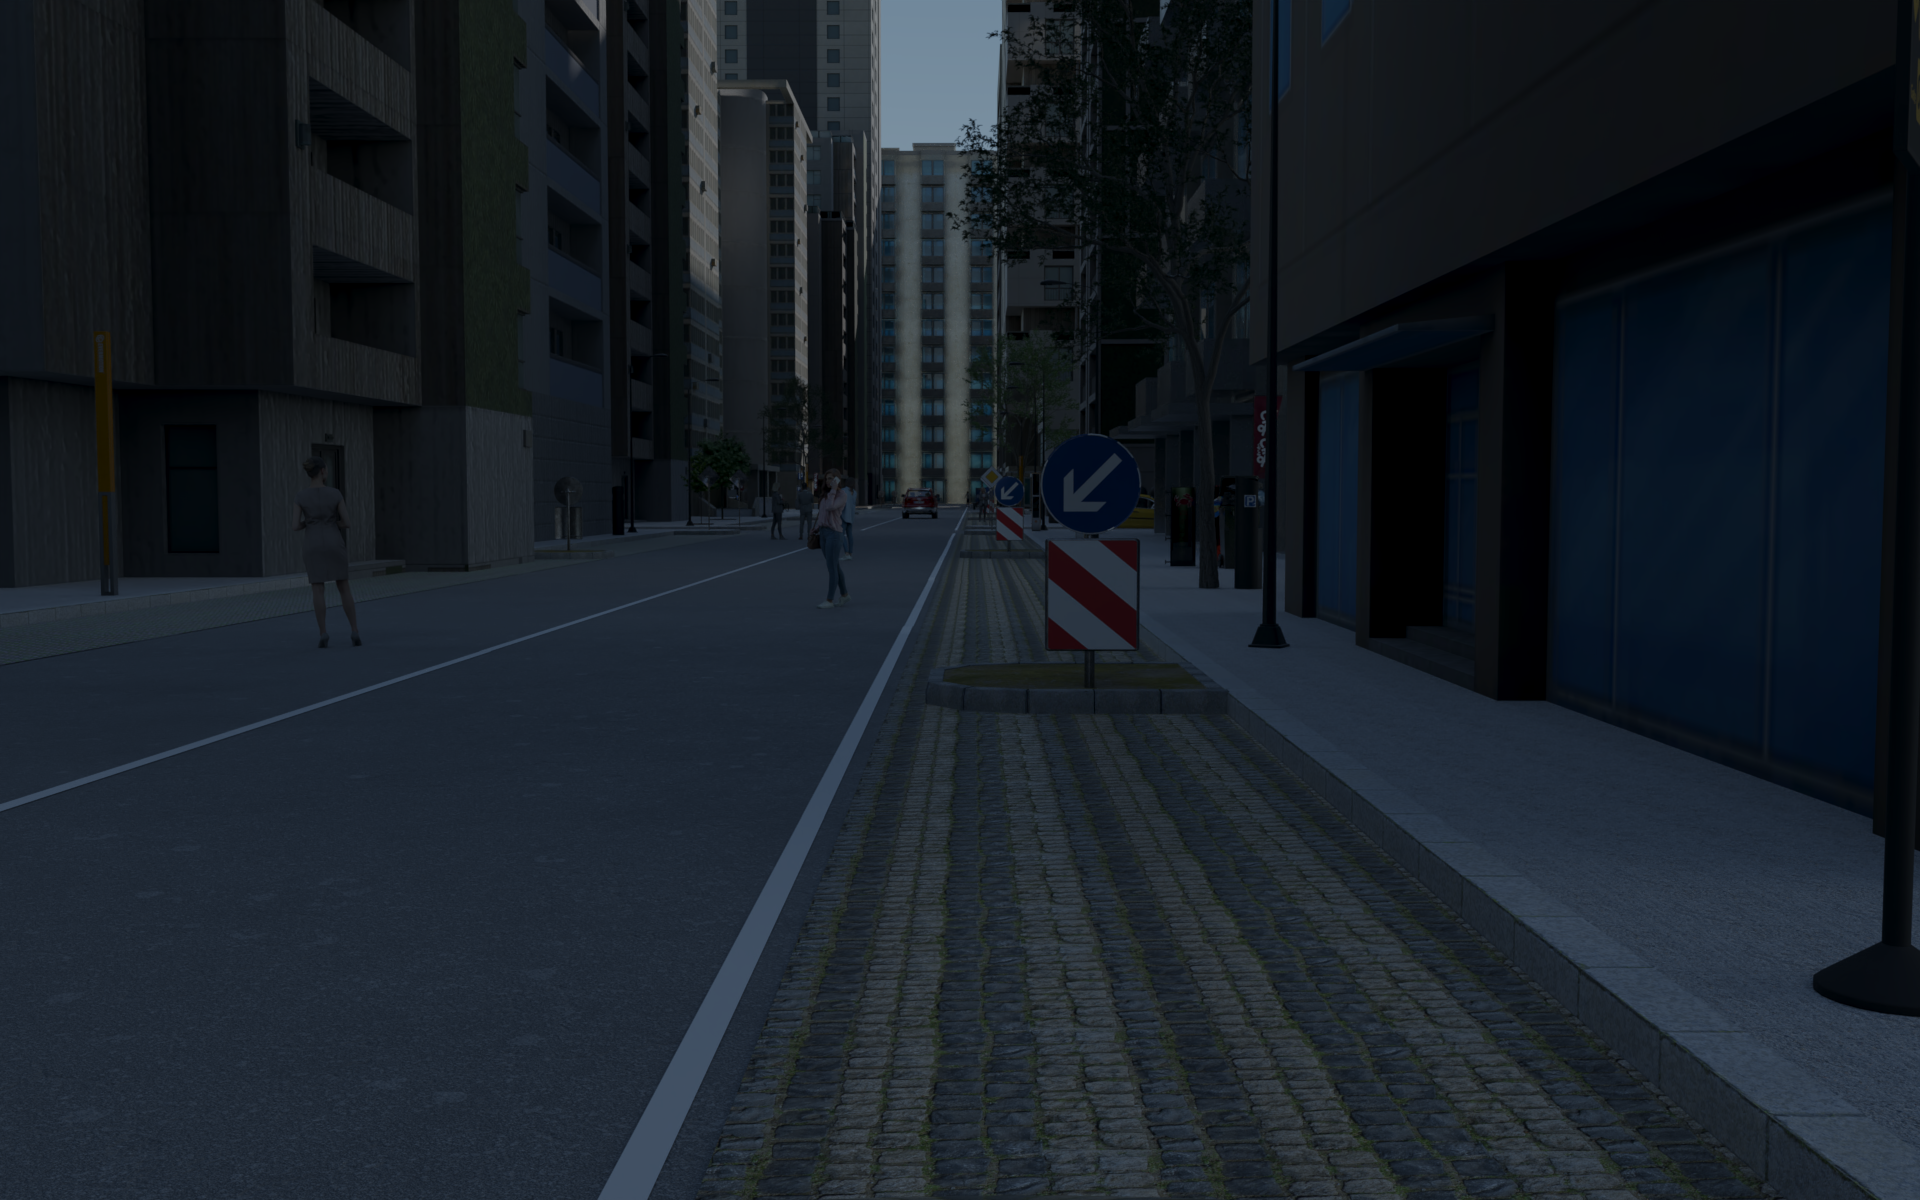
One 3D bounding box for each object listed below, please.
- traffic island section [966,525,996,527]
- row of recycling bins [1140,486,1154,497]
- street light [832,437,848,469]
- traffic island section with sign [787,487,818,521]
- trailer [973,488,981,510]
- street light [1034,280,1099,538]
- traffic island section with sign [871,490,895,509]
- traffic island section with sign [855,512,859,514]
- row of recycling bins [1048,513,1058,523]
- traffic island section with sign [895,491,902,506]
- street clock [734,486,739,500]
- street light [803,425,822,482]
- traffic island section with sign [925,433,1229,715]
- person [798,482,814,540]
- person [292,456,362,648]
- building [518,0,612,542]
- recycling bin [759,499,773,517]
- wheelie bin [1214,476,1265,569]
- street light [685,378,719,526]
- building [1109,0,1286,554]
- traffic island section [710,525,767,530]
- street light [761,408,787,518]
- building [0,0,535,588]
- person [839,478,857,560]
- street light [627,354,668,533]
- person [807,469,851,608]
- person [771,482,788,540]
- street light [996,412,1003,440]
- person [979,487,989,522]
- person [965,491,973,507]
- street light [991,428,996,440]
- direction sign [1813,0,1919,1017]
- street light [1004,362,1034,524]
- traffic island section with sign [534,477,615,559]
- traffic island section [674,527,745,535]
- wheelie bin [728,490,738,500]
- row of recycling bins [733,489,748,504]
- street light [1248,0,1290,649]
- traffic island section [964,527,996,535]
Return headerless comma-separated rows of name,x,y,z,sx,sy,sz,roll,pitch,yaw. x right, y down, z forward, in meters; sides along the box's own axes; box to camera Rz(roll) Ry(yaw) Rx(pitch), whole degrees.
traffic island section,1.219,-2.886,69.460,2.009,0.180,2.903,0,4,0
row of recycling bins,8.057,-4.578,81.963,3.534,1.692,1.069,0,4,-4
street light,-9.731,-10.241,139.987,1.470,5.913,1.316,0,4,0
traffic island section with sign,-8.346,-5.230,94.146,1.989,1.847,2.006,0,4,0
trailer,1.946,-9.340,159.753,1.471,1.999,3.904,0,4,2
street light,2.435,-3.983,37.668,1.470,5.913,1.316,0,4,0
traffic island section with sign,-7.732,-9.953,171.362,1.989,1.847,2.006,0,4,0
traffic island section with sign,-8.134,-6.914,121.667,1.989,1.847,2.006,0,4,0
row of recycling bins,5.651,-4.217,76.069,3.534,1.692,1.069,0,4,-1
traffic island section with sign,-7.501,-11.662,199.304,1.989,1.847,2.006,0,4,0
street clock,-16.515,-7.548,127.972,0.358,2.002,0.471,1,4,11
street light,-9.997,-8.817,116.700,1.470,5.913,1.316,0,4,0
traffic island section with sign,0.761,-0.215,12.151,1.989,1.847,2.006,0,4,0
person,-4.856,-2.808,54.594,0.511,1.800,0.466,-1,4,-10
person,-5.910,-0.448,16.162,0.599,1.781,0.374,-1,4,-23
building,-25.301,-31.067,49.950,28.212,58.520,21.231,0,4,0
recycling bin,-10.848,-5.199,97.553,0.722,1.027,0.722,1,4,21
wheelie bin,4.843,-1.341,29.836,0.980,1.594,0.693,0,4,-1
street light,-10.346,-5.937,69.616,1.470,5.913,1.316,0,4,0
building,16.537,-26.015,44.954,23.786,49.044,30.456,0,4,0
traffic island section,-8.872,-2.891,69.546,2.009,0.180,2.903,0,4,0
street light,-10.032,-7.393,93.411,1.470,5.913,1.316,0,4,0
building,-16.022,-15.718,28.693,14.160,30.474,14.107,0,4,0
person,-2.452,-1.764,37.613,0.793,1.790,0.793,0,4,1
street light,-10.374,-5.196,57.500,1.470,5.913,1.316,0,4,0
person,-1.587,-0.784,21.904,0.643,1.750,0.593,-2,4,-35
person,-5.710,-2.806,54.564,0.526,1.800,0.537,-1,4,-10
street light,2.935,-7.667,97.904,1.470,5.913,1.316,0,4,0
person,1.227,-4.892,88.660,0.537,1.800,0.526,0,4,8
person,0.919,-11.037,189.734,0.721,1.735,1.217,-3,5,-44
street light,3.082,-9.092,121.192,1.470,5.913,1.316,0,4,0
direction sign,2.389,-0.754,4.320,0.379,3.537,0.876,2,4,35
street light,2.402,-5.408,60.957,1.470,5.913,1.316,0,4,0
traffic island section with sign,-8.795,-1.834,38.606,1.989,1.847,2.006,0,4,0
traffic island section,-8.936,-2.402,61.561,2.009,0.180,2.903,0,4,0
wheelie bin,-16.136,-6.998,122.328,0.980,1.594,0.693,-1,4,-9
row of recycling bins,-16.571,-7.627,131.813,3.534,1.692,1.069,0,4,7
street light,2.054,-2.559,14.382,1.470,5.913,1.316,0,4,0
traffic island section,1.155,-2.397,61.475,2.009,0.180,2.903,0,4,0
